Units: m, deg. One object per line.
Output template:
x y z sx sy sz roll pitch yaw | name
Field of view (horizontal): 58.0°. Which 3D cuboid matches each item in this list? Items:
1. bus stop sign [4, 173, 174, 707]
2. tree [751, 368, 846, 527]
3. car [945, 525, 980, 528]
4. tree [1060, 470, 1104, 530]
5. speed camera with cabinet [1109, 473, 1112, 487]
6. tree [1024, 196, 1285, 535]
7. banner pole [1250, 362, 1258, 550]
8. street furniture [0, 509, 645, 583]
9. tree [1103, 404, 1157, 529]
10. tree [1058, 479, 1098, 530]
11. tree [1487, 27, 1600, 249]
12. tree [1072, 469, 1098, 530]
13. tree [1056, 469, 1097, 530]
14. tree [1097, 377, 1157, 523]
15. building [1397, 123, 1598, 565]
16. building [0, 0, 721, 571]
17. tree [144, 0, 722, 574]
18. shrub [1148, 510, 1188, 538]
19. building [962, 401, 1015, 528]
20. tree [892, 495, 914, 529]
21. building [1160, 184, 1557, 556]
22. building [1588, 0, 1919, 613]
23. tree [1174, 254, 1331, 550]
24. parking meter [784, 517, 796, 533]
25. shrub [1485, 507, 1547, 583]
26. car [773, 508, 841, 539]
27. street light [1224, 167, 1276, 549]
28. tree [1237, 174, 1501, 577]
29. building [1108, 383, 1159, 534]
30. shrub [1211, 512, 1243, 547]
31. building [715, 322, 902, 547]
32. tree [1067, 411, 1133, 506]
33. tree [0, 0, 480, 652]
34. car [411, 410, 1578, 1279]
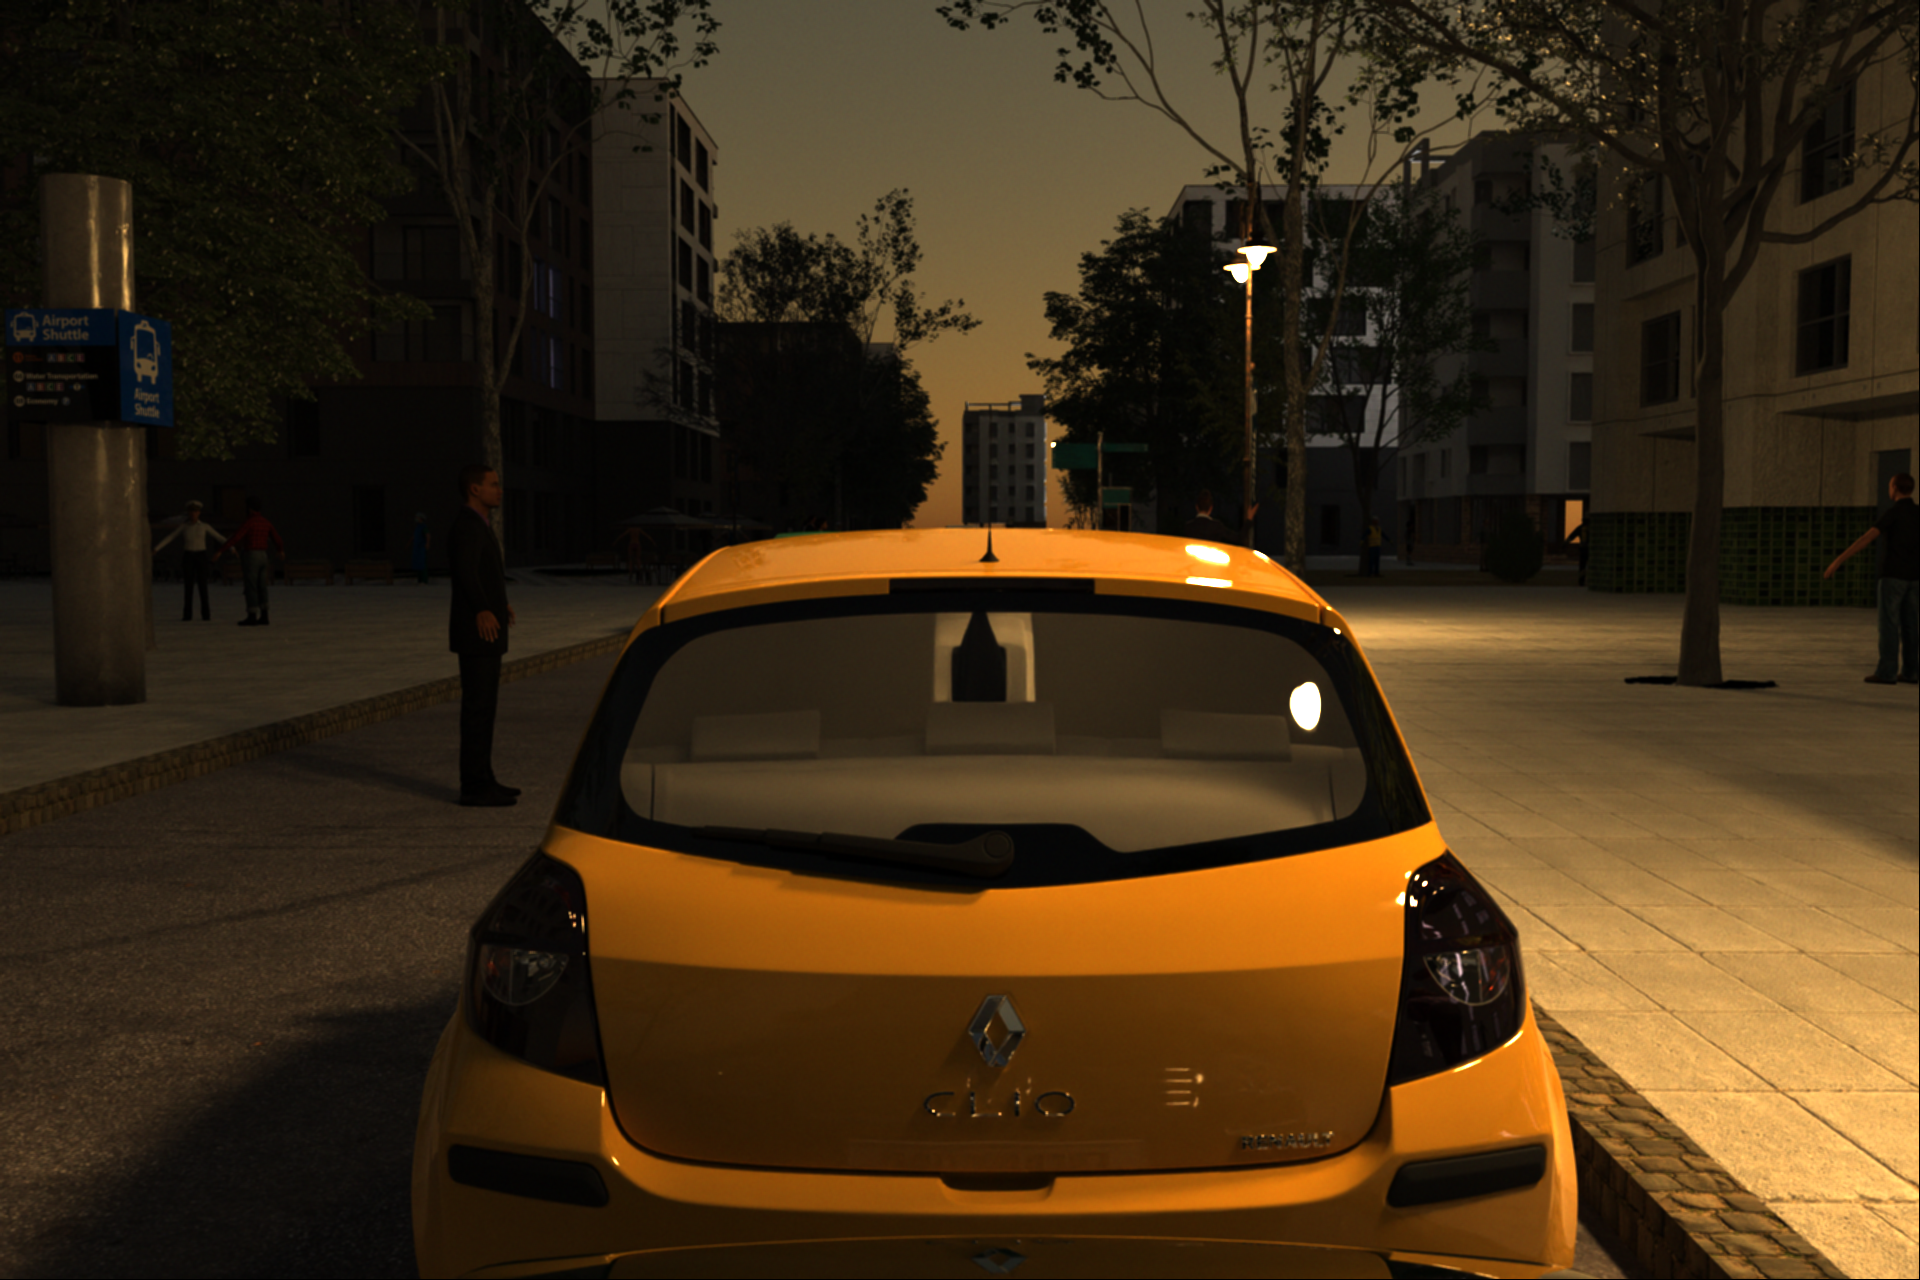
-6.518 -1.469 13.033 0.837 3.901 0.837 0 4 1 | bus stop sign
-7.206 -7.717 76.529 4.737 8.622 4.395 0 3 0 | tree
0.124 -3.892 72.309 2.281 1.827 5.304 0 4 2 | car
9.241 -10.984 129.949 4.737 8.622 4.395 0 3 0 | tree
5.016 -3.733 55.371 0.660 3.252 2.038 0 4 2 | speed camera with cabinet
7.577 -9.716 65.516 9.857 13.997 8.962 0 3 0 | tree
4.229 -2.144 25.079 0.401 3.779 0.863 0 4 1 | banner pole
-24.188 -2.866 51.896 27.439 1.986 14.083 0 4 4 | street furniture
8.118 -8.444 88.420 4.360 8.622 3.978 0 3 0 | tree
18.409 -19.987 237.163 12.009 13.543 11.850 0 3 0 | tree
25.562 -12.605 61.984 12.611 20.169 13.585 0 3 0 | tree
8.562 -9.671 108.489 4.737 8.622 4.395 0 3 0 | tree
9.713 -11.679 141.315 4.360 8.622 3.978 0 3 0 | tree
8.003 -8.066 82.236 4.737 8.622 4.395 0 3 0 | tree
26.713 -13.922 84.050 16.016 20.090 11.380 0 4 1 | building
-27.033 -14.194 76.051 27.936 21.610 32.646 0 4 1 | building
-9.978 -10.765 31.904 12.611 20.169 13.585 0 3 0 | tree
6.209 -2.841 50.862 1.690 2.028 1.600 0 3 0 | shrub
0.699 -23.207 238.306 11.380 20.090 16.016 0 4 -4 | building
-5.486 -12.149 149.001 4.737 8.622 4.395 0 3 0 | tree
27.343 -16.750 117.842 27.936 21.610 32.646 0 4 1 | building
22.111 -9.545 22.511 16.747 18.905 31.486 0 4 1 | building
7.620 -5.792 45.068 4.737 8.622 4.395 0 3 0 | tree
-5.957 -3.372 60.839 0.399 1.863 0.255 0 4 3 | parking meter
14.672 -2.530 45.782 1.690 2.028 1.600 0 3 0 | shrub
-1.822 -0.859 22.842 1.959 1.807 4.718 0 4 1 | car
3.714 -3.031 22.348 0.468 5.910 1.993 0 4 2 | street light
12.053 -7.692 51.520 9.928 11.665 9.643 0 3 0 | tree
26.887 -21.059 210.775 16.747 18.905 31.486 0 4 1 | building
8.747 -3.286 58.152 1.690 2.028 1.600 0 3 0 | shrub
-21.015 -20.753 183.289 27.936 21.610 32.646 0 4 2 | building
8.360 -8.958 96.825 4.737 8.622 4.395 0 3 0 | tree
-9.249 -6.170 19.012 7.486 12.596 7.792 0 3 0 | tree
0.050 0.371 4.163 2.015 1.641 3.980 0 3 0 | car
